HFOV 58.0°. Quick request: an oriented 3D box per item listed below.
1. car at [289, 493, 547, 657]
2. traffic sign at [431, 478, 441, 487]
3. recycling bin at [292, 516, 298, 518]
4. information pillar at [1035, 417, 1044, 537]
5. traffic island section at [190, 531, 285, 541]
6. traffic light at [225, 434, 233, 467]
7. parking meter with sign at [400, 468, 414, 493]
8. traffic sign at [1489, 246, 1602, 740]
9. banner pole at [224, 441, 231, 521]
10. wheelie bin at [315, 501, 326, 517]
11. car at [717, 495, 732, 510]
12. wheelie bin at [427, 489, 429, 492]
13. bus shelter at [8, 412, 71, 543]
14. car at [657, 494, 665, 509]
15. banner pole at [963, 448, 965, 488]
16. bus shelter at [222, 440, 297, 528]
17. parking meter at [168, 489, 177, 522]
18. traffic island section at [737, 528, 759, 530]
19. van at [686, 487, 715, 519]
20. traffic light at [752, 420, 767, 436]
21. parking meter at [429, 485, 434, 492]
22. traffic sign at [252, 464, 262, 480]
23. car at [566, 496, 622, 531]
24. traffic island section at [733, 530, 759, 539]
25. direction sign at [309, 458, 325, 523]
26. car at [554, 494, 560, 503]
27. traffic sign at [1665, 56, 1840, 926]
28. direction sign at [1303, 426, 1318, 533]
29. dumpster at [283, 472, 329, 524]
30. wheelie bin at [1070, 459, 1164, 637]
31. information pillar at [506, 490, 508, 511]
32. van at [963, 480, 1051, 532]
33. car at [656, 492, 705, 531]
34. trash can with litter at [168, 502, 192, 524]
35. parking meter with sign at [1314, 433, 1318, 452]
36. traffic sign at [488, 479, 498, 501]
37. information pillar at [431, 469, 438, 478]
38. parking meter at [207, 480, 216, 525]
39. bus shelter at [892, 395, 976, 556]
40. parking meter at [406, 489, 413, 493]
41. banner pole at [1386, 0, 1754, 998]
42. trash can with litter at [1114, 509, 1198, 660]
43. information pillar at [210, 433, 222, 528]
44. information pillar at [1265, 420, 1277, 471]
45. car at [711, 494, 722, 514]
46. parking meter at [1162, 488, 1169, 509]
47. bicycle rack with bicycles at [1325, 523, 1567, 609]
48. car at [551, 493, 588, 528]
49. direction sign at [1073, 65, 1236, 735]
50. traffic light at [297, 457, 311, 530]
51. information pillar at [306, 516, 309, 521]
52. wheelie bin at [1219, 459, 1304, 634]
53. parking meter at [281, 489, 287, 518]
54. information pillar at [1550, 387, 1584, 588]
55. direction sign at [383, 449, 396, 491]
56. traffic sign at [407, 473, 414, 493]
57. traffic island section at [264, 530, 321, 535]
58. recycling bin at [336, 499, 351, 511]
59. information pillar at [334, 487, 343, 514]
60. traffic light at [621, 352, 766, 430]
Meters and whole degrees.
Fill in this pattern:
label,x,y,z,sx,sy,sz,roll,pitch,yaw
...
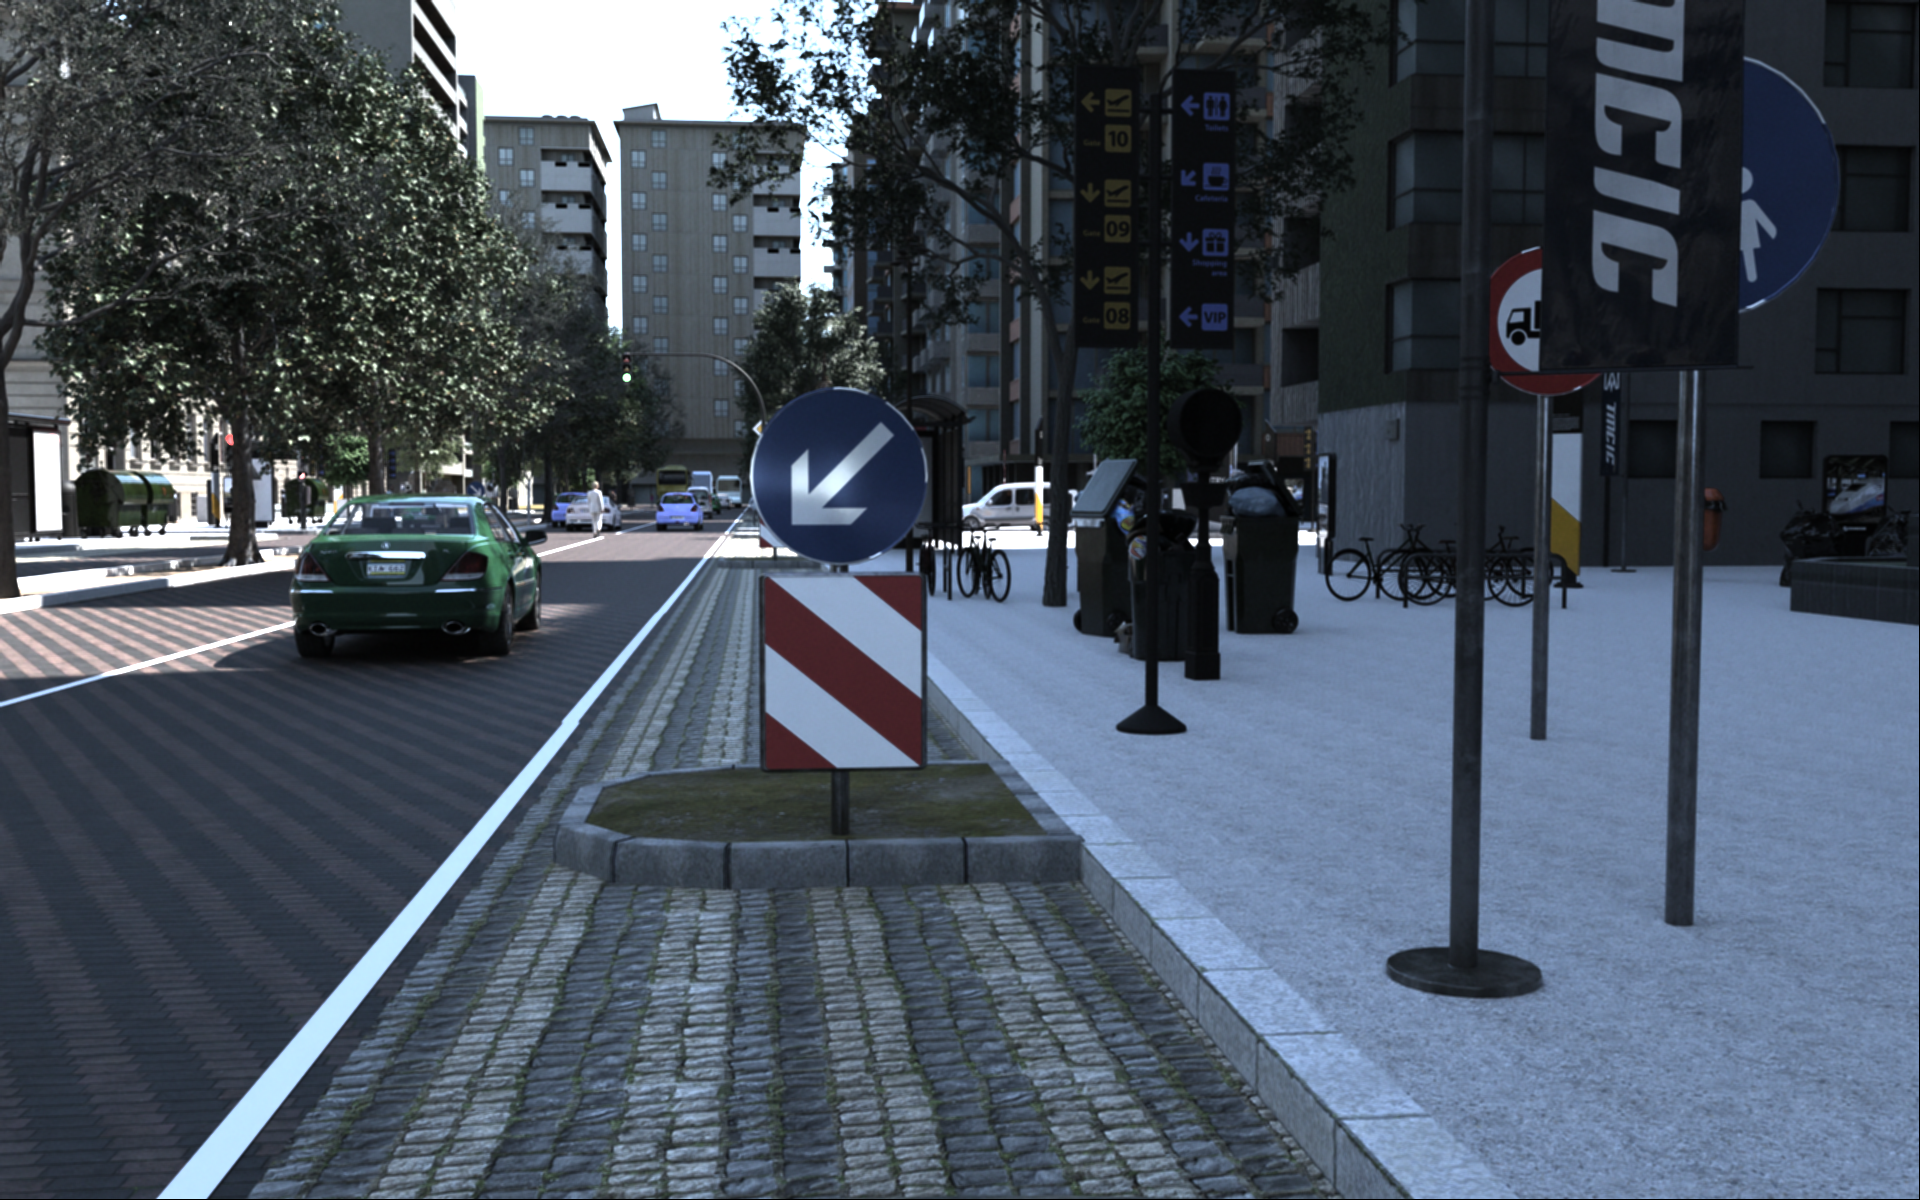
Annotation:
label,x,y,z,sx,sy,sz,roll,pitch,yaw
car,-5.138,-0.304,16.766,2.131,1.459,4.920,-1,4,-8
traffic sign,-32.800,-6.507,108.511,0.606,2.300,0.079,0,4,-3
recycling bin,-36.173,-4.990,94.147,0.722,1.027,0.722,3,4,36
information pillar,2.380,-3.720,52.177,0.183,3.616,0.504,1,4,21
traffic island section,-22.795,-1.976,54.589,2.009,0.180,2.903,0,4,-7
traffic light,-22.754,-4.008,54.459,0.839,4.253,0.868,0,4,-7
parking meter with sign,-34.850,-6.887,108.868,0.543,3.016,1.738,1,4,22
traffic sign,3.029,-0.544,8.993,0.768,2.556,0.104,0,3,0
banner pole,-34.773,-5.656,82.489,0.401,3.779,0.863,0,4,7
wheelie bin,-35.832,-5.438,96.827,0.980,1.594,0.693,-3,5,-42
car,-22.347,-9.138,161.776,2.083,1.381,4.827,0,4,-6
wheelie bin,-34.838,-6.515,114.424,0.980,1.594,0.693,-1,4,-8
bus shelter,-25.068,-4.013,43.245,2.179,5.291,8.768,0,4,-6
car,-21.423,-7.135,128.447,2.131,1.459,4.920,0,4,-5
banner pole,-0.048,-5.649,82.372,0.401,3.779,0.863,3,5,40
bus shelter,-26.972,-4.518,67.787,2.014,3.302,5.546,0,4,-6
parking meter,-35.214,-4.221,77.431,0.372,1.533,0.369,0,3,0
traffic island section,-7.284,-2.577,64.418,2.009,0.180,2.903,0,4,-7
van,-15.346,-5.779,101.499,2.013,2.044,4.112,-1,4,-9
traffic light,-7.325,-4.610,64.299,0.839,4.253,0.868,0,4,-7
parking meter,-33.966,-6.461,111.347,0.255,1.863,0.399,-2,4,-35
traffic sign,-26.543,-3.957,64.706,0.884,2.594,0.081,0,4,-6
car,-14.413,-3.417,68.229,2.083,1.381,4.827,0,4,-6
traffic island section,-6.363,-2.092,56.486,2.009,0.180,2.903,0,4,-7
direction sign,-28.317,-5.155,76.289,0.876,3.537,0.379,2,4,25
car,-28.094,-6.990,123.089,1.959,1.807,4.718,0,4,-5
traffic sign,2.151,-0.305,5.101,0.768,2.556,0.104,0,4,2
direction sign,11.716,-4.005,57.473,0.379,3.537,0.876,-2,4,-33
dumpster,-27.997,-4.380,74.103,1.502,2.255,1.985,0,4,-7
wheelie bin,1.435,-0.483,15.812,0.693,1.594,0.980,-2,4,-26
information pillar,-34.741,-7.819,132.336,0.304,2.012,0.304,-1,4,-19
van,1.591,-3.370,62.108,4.112,2.044,2.013,0,4,-6
car,-11.122,-3.624,68.842,1.945,1.707,3.694,0,4,-6
trash can with litter,-34.295,-3.863,74.219,2.233,1.210,1.678,0,4,-2
parking meter with sign,10.834,-3.223,48.965,0.543,3.016,1.738,-2,4,-34
traffic sign,-32.596,-7.333,121.075,0.795,2.450,0.064,0,4,1
information pillar,-39.557,-8.511,130.503,0.504,3.616,0.183,-1,4,-21
parking meter,-30.750,-4.009,71.258,0.255,1.863,0.399,1,4,15
bus shelter,-0.982,-2.703,38.114,2.014,3.302,5.546,0,4,-6
parking meter,-30.432,-5.340,95.713,0.372,1.533,0.369,0,3,0
banner pole,1.546,-0.879,4.389,0.863,3.779,0.401,2,4,25
trash can with litter,1.465,-0.138,13.648,0.624,1.170,1.055,-1,4,-14
information pillar,-28.284,-4.553,65.804,0.183,3.616,0.504,0,4,4
information pillar,9.791,-3.872,54.668,0.183,3.616,0.504,-2,4,-31
car,-18.023,-7.035,123.819,1.959,1.807,4.718,0,4,-6
parking meter,8.663,-3.973,73.370,0.372,1.533,0.369,0,3,0
bicycle rack with bicycles,5.808,-0.434,20.483,2.925,0.926,2.852,0,4,5
car,-16.754,-4.033,75.532,1.945,1.707,3.694,0,4,-5
direction sign,1.040,-1.059,9.305,0.876,3.537,0.379,-1,4,-9
traffic light,-21.607,-5.382,62.666,4.771,5.953,1.251,0,4,-7
information pillar,-30.902,-5.509,81.420,0.183,3.616,0.504,1,4,17
wheelie bin,2.777,-0.499,16.068,0.693,1.594,0.980,0,4,-5
parking meter,-36.213,-5.167,92.890,0.372,1.533,0.369,0,3,0
information pillar,8.283,-1.978,23.702,0.504,3.616,0.183,3,4,37
direction sign,-28.950,-5.842,87.513,0.876,3.537,0.379,-1,4,-22
traffic sign,-32.853,-6.367,104.201,0.768,2.556,0.104,0,4,-4
traffic island section,-23.716,-2.461,62.521,2.009,0.180,2.903,0,4,-7
recycling bin,-32.172,-4.777,90.652,0.722,1.027,0.722,0,4,-2
information pillar,-33.110,-6.166,92.161,0.183,3.616,0.504,3,5,40
traffic light,-8.472,-4.974,55.986,4.771,5.953,1.251,0,4,-7
